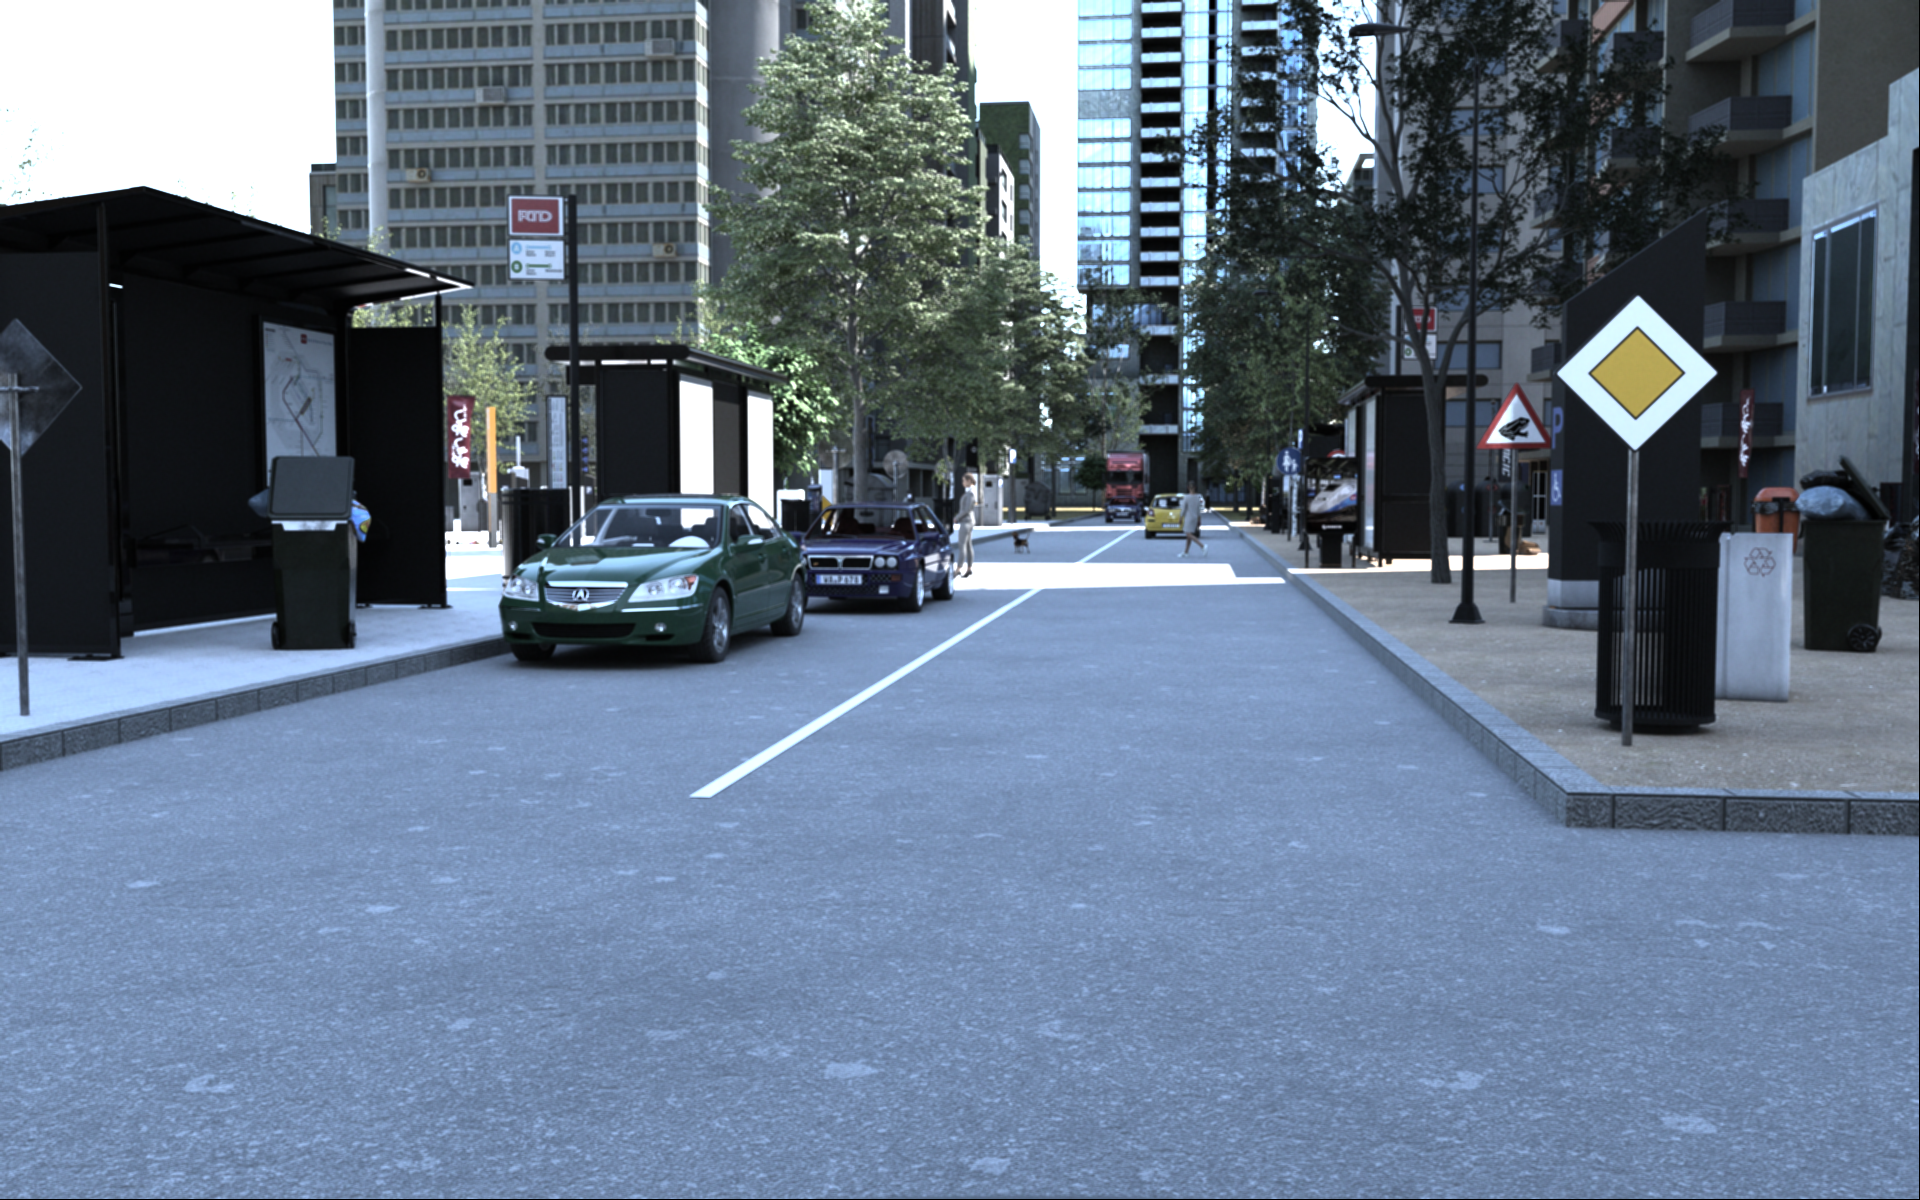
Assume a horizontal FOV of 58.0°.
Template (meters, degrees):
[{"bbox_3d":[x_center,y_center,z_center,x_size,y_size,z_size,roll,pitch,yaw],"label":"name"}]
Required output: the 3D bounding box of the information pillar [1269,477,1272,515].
[{"bbox_3d":[13.454,-4.310,74.961,0.304,2.012,0.304,0,4,0],"label":"information pillar"}]

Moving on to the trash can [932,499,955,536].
[{"bbox_3d":[-0.505,-2.568,53.648,0.748,1.137,0.748,0,3,0],"label":"trash can"}]

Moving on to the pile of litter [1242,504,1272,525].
[{"bbox_3d":[12.704,-3.609,72.978,1.719,0.858,1.176,0,4,7],"label":"pile of litter"}]

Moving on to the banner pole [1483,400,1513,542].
[{"bbox_3d":[14.388,-3.430,46.100,0.863,3.779,0.401,0,4,-3],"label":"banner pole"}]

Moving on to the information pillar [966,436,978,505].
[{"bbox_3d":[0.485,-4.796,69.766,0.504,3.616,0.183,-1,4,-8],"label":"information pillar"}]

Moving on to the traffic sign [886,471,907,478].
[{"bbox_3d":[-2.073,-3.421,56.033,0.768,2.556,0.104,1,4,11],"label":"traffic sign"}]

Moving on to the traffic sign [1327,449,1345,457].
[{"bbox_3d":[10.829,-3.027,49.601,0.768,2.556,0.104,1,4,15],"label":"traffic sign"}]

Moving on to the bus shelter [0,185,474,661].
[{"bbox_3d":[-6.646,-1.536,16.402,1.731,3.624,6.357,0,4,8],"label":"bus shelter"}]

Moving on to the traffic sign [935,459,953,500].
[{"bbox_3d":[-0.555,-3.841,62.904,0.768,2.556,0.104,1,4,13],"label":"traffic sign"}]

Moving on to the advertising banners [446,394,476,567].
[{"bbox_3d":[-9.435,-2.079,30.186,2.074,3.025,0.090,-2,4,-33],"label":"advertising banners"}]

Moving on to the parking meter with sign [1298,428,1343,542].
[{"bbox_3d":[9.937,-3.056,46.234,1.738,3.016,0.543,0,4,-2],"label":"parking meter with sign"}]

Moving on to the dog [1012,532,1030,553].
[{"bbox_3d":[1.473,-1.394,42.077,0.540,0.507,0.406,1,4,16],"label":"dog"}]

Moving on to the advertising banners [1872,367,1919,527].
[{"bbox_3d":[12.740,-1.684,23.714,2.074,3.025,0.090,-2,4,-31],"label":"advertising banners"}]

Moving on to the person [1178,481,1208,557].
[{"bbox_3d":[5.286,-1.834,39.236,0.760,1.731,0.466,2,4,29],"label":"person"}]

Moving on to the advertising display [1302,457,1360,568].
[{"bbox_3d":[6.454,-1.523,30.121,0.974,1.923,0.123,0,4,-8],"label":"advertising display"}]

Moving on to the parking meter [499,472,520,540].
[{"bbox_3d":[-12.173,-2.503,46.630,0.399,1.863,0.255,1,4,20],"label":"parking meter"}]

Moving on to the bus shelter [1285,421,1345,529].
[{"bbox_3d":[11.981,-4.111,58.496,1.731,3.624,6.357,0,4,8],"label":"bus shelter"}]

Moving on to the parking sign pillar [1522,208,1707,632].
[{"bbox_3d":[6.391,-1.723,16.640,1.447,3.967,1.447,0,4,1],"label":"parking sign pillar"}]

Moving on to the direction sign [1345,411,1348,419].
[{"bbox_3d":[10.598,-3.367,47.051,0.379,3.537,0.876,0,4,-6],"label":"direction sign"}]

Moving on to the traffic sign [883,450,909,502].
[{"bbox_3d":[-1.861,-3.051,49.986,0.768,2.556,0.104,1,4,15],"label":"traffic sign"}]

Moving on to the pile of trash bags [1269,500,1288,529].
[{"bbox_3d":[12.551,-3.330,64.198,1.912,1.369,3.447,1,4,20],"label":"pile of trash bags"}]

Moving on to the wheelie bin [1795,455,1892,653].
[{"bbox_3d":[7.273,-0.390,14.283,0.693,1.594,0.980,2,4,30],"label":"wheelie bin"}]

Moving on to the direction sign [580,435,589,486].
[{"bbox_3d":[-14.672,-4.583,66.929,0.876,3.537,0.379,2,4,33],"label":"direction sign"}]

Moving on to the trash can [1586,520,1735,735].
[{"bbox_3d":[3.789,0.137,9.420,0.748,1.137,0.748,0,3,0],"label":"trash can"}]

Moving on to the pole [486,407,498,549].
[{"bbox_3d":[-10.986,-2.862,40.640,0.158,3.312,0.155,0,3,0],"label":"pole"}]

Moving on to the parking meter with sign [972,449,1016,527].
[{"bbox_3d":[1.300,-4.375,67.793,1.738,3.016,0.543,2,4,29],"label":"parking meter with sign"}]

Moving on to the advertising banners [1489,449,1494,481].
[{"bbox_3d":[16.800,-3.630,55.540,0.090,3.025,2.074,3,4,36],"label":"advertising banners"}]

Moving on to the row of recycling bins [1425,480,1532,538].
[{"bbox_3d":[15.240,-2.712,51.449,3.534,1.692,1.069,-1,4,-11],"label":"row of recycling bins"}]

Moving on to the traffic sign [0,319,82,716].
[{"bbox_3d":[-5.415,-0.387,9.969,0.795,2.450,0.064,0,4,8],"label":"traffic sign"}]

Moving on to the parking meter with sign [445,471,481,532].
[{"bbox_3d":[-16.529,-3.796,58.327,1.738,3.016,0.543,-1,4,-19],"label":"parking meter with sign"}]

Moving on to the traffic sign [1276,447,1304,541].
[{"bbox_3d":[8.987,-2.881,47.204,0.768,2.556,0.104,0,4,8],"label":"traffic sign"}]

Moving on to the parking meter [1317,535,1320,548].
[{"bbox_3d":[8.714,-2.170,41.186,0.399,1.863,0.255,2,4,27],"label":"parking meter"}]

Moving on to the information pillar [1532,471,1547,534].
[{"bbox_3d":[18.631,-3.131,55.688,0.304,2.012,0.304,-1,4,-13],"label":"information pillar"}]

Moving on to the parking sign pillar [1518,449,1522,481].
[{"bbox_3d":[26.143,-5.535,78.976,1.447,3.967,1.447,0,4,4],"label":"parking sign pillar"}]

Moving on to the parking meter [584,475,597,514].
[{"bbox_3d":[-11.068,-2.838,52.114,0.399,1.863,0.255,2,4,24],"label":"parking meter"}]

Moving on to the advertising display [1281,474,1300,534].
[{"bbox_3d":[10.751,-3.067,55.354,0.974,1.923,0.123,0,4,-3],"label":"advertising display"}]

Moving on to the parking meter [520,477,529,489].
[{"bbox_3d":[-14.651,-3.200,58.025,0.399,1.863,0.255,-2,4,-32],"label":"parking meter"}]

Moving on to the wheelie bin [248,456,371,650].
[{"bbox_3d":[-5.410,-0.401,14.459,0.980,1.594,0.693,-1,4,-12],"label":"wheelie bin"}]

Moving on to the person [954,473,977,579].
[{"bbox_3d":[0.019,-1.267,29.491,0.573,1.790,0.520,-1,4,-14],"label":"person"}]

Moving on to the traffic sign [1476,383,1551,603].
[{"bbox_3d":[6.536,-1.248,20.415,0.884,2.594,0.081,1,4,14],"label":"traffic sign"}]

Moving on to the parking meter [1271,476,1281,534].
[{"bbox_3d":[10.265,-3.092,56.266,0.255,1.863,0.399,1,4,14],"label":"parking meter"}]

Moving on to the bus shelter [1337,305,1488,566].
[{"bbox_3d":[8.769,-3.488,34.654,2.179,5.291,8.768,0,4,8],"label":"bus shelter"}]

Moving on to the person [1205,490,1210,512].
[{"bbox_3d":[19.249,-7.703,135.178,0.721,1.736,1.217,1,4,11],"label":"person"}]

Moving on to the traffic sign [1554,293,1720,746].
[{"bbox_3d":[3.398,-0.314,8.770,0.795,2.450,0.064,0,4,8],"label":"traffic sign"}]

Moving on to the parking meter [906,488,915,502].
[{"bbox_3d":[-2.144,-4.077,75.064,0.372,1.533,0.369,0,3,0],"label":"parking meter"}]

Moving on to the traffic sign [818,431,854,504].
[{"bbox_3d":[-2.501,-2.120,34.766,0.768,2.556,0.104,1,4,13],"label":"traffic sign"}]

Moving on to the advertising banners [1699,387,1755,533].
[{"bbox_3d":[13.021,-2.038,29.515,0.090,3.025,2.074,0,4,0],"label":"advertising banners"}]

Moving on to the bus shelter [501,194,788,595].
[{"bbox_3d":[-4.632,-2.948,25.833,2.179,5.291,8.768,0,4,8],"label":"bus shelter"}]

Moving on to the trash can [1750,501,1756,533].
[{"bbox_3d":[17.464,-1.578,37.462,0.748,1.137,0.748,0,3,0],"label":"trash can"}]

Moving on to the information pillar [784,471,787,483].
[{"bbox_3d":[-8.495,-5.686,84.321,0.183,3.616,0.504,-1,4,-13],"label":"information pillar"}]

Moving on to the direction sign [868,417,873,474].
[{"bbox_3d":[-2.641,-3.623,51.237,0.379,3.537,0.876,0,4,4],"label":"direction sign"}]

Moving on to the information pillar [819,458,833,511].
[{"bbox_3d":[-4.525,-4.112,58.579,0.504,3.616,0.183,-2,4,-33],"label":"information pillar"}]

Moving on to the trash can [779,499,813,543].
[{"bbox_3d":[-3.800,-1.753,40.309,0.748,1.137,0.748,0,3,0],"label":"trash can"}]

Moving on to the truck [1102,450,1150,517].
[{"bbox_3d":[10.881,-7.545,112.274,2.839,4.237,11.283,0,4,8],"label":"truck"}]

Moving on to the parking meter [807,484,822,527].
[{"bbox_3d":[-3.596,-2.105,42.822,0.372,1.533,0.369,0,3,0],"label":"parking meter"}]
